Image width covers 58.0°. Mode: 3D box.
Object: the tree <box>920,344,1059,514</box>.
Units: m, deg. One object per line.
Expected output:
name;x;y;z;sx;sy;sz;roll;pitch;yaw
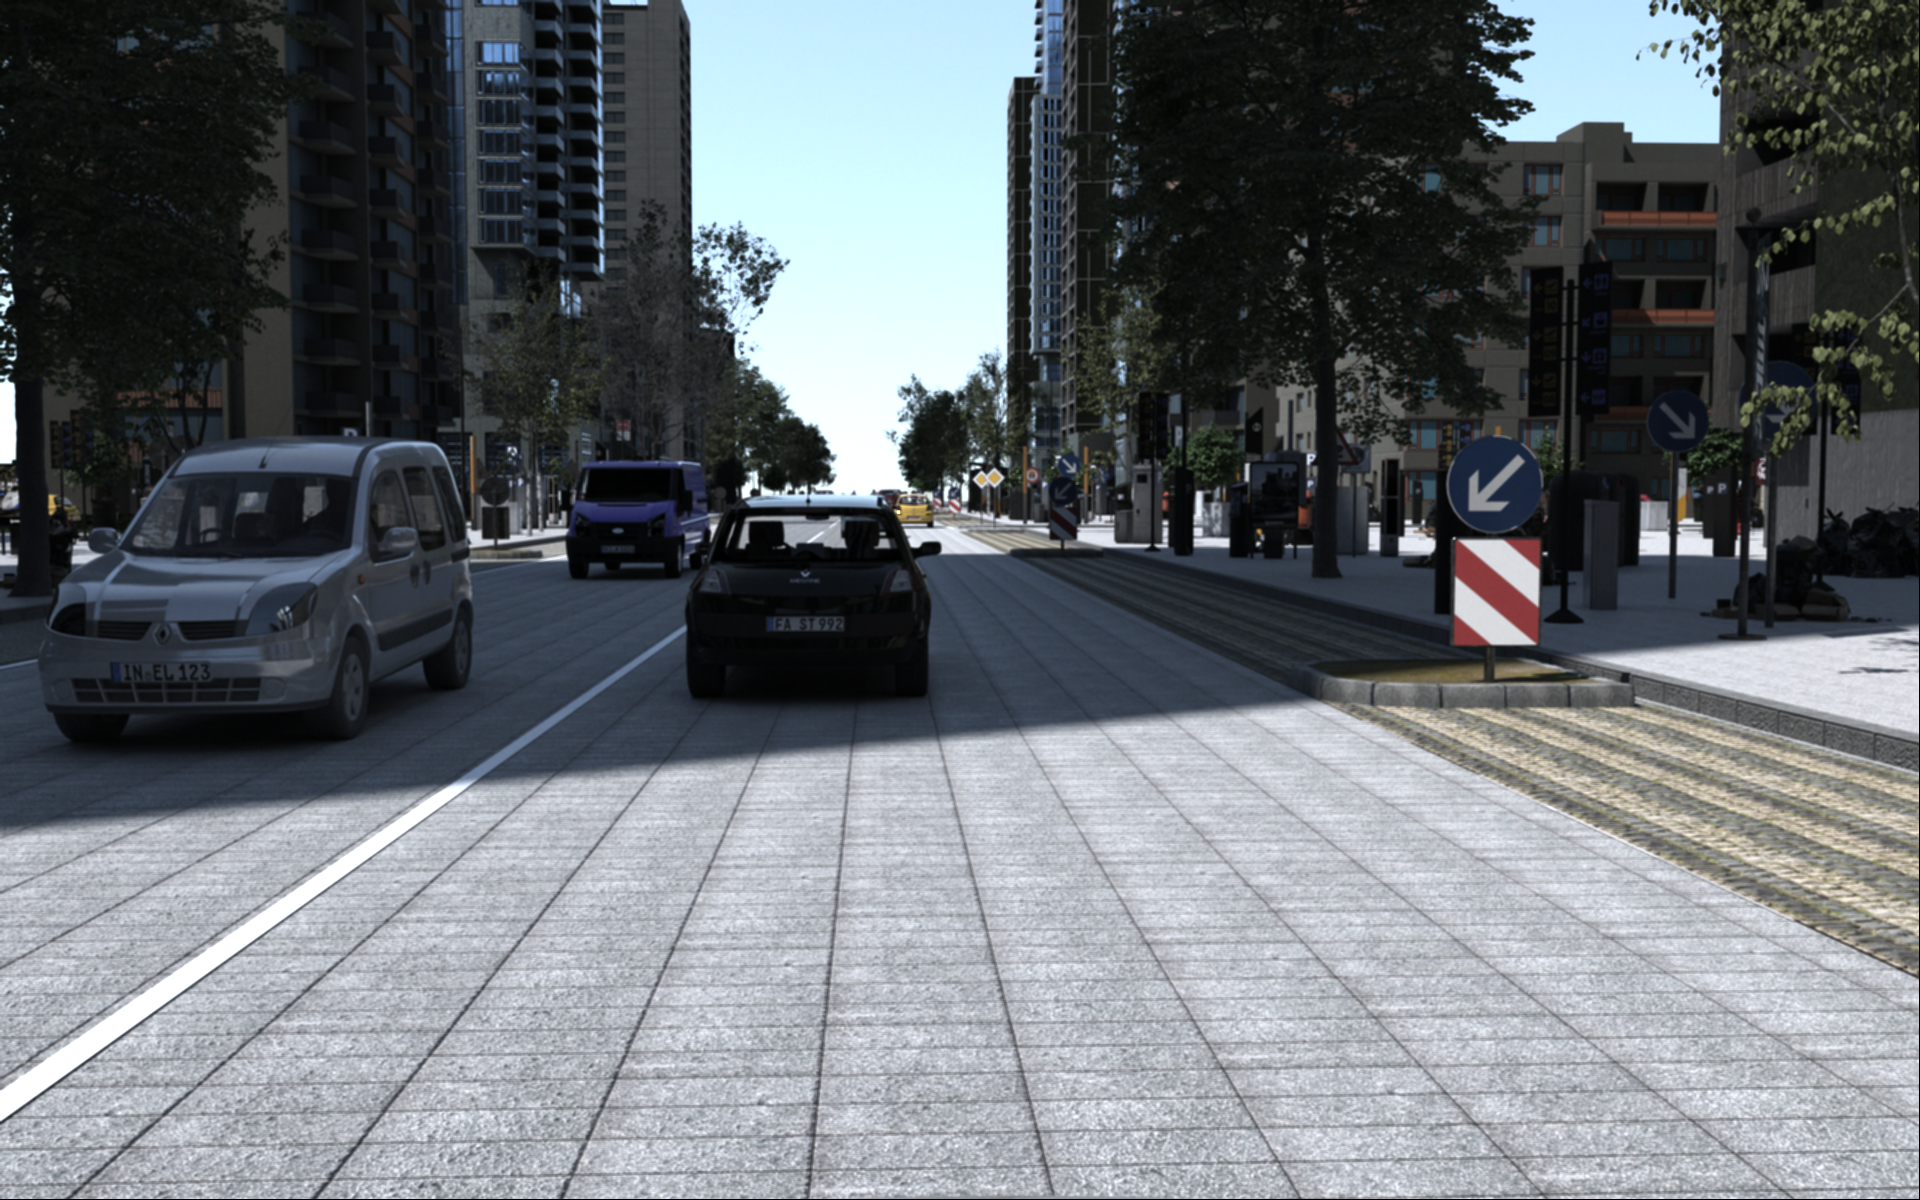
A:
tree;1.768;-10.638;108.351;8.767;10.594;7.601;0;4;-7

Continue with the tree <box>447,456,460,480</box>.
tree;-23.041;-5.009;76.498;1.663;3.219;1.824;0;3;0

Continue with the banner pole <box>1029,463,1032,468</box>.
banner pole;5.707;-9.190;140.268;0.401;3.779;0.863;2;4;25

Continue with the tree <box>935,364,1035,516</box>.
tree;1.881;-9.096;99.085;4.737;8.622;4.395;0;3;0

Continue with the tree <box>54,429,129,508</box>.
tree;-41.293;-6.028;82.272;4.285;4.588;4.351;0;3;0

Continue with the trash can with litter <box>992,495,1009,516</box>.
trash can with litter;3.120;-5.643;103.312;2.233;1.210;1.678;1;4;14

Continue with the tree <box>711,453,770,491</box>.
tree;-17.881;-9.235;134.702;4.285;4.588;4.351;0;3;0

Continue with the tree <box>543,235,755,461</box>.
tree;-14.892;-10.583;83.403;12.009;13.543;11.850;0;3;0

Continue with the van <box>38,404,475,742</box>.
van;-4.415;-0.266;11.364;2.013;2.044;4.112;0;4;-3

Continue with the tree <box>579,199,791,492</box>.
tree;-17.689;-15.674;112.154;12.611;20.169;13.585;0;3;0

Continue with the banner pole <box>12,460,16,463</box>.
banner pole;-60.320;-7.398;110.982;0.401;3.779;0.863;2;4;31

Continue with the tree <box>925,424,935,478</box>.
tree;-0.199;-12.555;155.637;4.737;8.622;4.395;0;3;0

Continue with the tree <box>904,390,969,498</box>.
tree;-2.380;-16.546;188.648;7.486;12.596;7.792;0;3;0

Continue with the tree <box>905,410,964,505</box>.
tree;-2.667;-17.172;206.518;9.928;11.665;9.643;0;3;0

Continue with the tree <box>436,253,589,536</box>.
tree;-13.329;-6.247;52.502;4.360;8.622;3.978;0;3;0

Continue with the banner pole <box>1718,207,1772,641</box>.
banner pole;6.886;-1.529;15.013;0.401;3.779;0.863;1;4;12

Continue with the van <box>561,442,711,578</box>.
van;-5.746;-1.642;31.232;2.240;2.365;5.245;0;4;-2

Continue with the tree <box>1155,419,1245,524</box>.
tree;10.979;-5.576;74.889;4.285;4.588;4.351;0;3;0

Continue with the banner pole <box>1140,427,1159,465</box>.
banner pole;6.236;-4.068;56.532;0.863;3.779;0.401;-1;4;-21

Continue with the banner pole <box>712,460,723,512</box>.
banner pole;-17.803;-8.398;127.322;0.863;3.779;0.401;0;4;-4

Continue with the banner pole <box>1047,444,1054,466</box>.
banner pole;4.499;-5.861;85.851;0.401;3.779;0.863;2;4;31

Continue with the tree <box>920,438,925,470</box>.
tree;-1.969;-13.928;178.089;4.737;8.622;4.395;0;3;0

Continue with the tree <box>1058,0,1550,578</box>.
tree;5.219;-6.615;26.281;7.486;12.596;7.792;0;3;0

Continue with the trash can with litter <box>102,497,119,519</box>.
trash can with litter;-29.998;-3.076;61.683;1.055;1.170;0.624;-1;4;-10

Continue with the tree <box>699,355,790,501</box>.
tree;-17.697;-13.702;142.157;7.486;12.596;7.792;0;3;0

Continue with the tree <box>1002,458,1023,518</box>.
tree;2.949;-6.095;94.253;1.663;3.219;1.824;0;3;0

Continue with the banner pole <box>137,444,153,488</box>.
banner pole;-40.776;-5.905;86.560;0.863;3.779;0.401;-2;4;-31

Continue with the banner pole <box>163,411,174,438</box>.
banner pole;-23.792;-3.798;52.121;0.401;3.779;0.863;0;4;1

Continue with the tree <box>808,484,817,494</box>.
tree;-25.952;-21.360;299.600;4.737;8.622;4.395;0;3;0

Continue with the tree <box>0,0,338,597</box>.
tree;-11.901;-6.339;21.763;7.486;12.596;7.792;0;3;0

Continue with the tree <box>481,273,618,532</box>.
tree;-13.949;-6.606;58.370;4.737;8.622;4.395;0;3;0

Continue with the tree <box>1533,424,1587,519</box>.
tree;16.310;-3.284;48.292;1.663;3.219;1.824;0;3;0

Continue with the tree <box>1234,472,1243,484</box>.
tree;17.636;-7.189;112.142;1.663;3.219;1.824;0;3;0

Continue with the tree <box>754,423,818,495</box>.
tree;-21.672;-16.836;209.683;8.767;10.594;7.601;-2;4;-33

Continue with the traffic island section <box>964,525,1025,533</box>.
traffic island section;1.307;-2.588;64.593;2.009;0.180;2.903;0;4;-3

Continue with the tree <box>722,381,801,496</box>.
tree;-18.301;-14.241;158.595;9.928;11.665;9.643;0;3;0

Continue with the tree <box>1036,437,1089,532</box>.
tree;3.682;-3.935;58.934;1.663;3.219;1.824;0;3;0

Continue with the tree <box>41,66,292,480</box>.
tree;-13.350;-4.859;29.814;4.360;8.622;3.978;0;3;0

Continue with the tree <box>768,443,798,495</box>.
tree;-22.306;-16.357;217.796;4.360;8.622;3.978;0;3;0

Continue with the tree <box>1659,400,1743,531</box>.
tree;26.208;-4.710;60.723;4.285;4.588;4.351;0;3;0

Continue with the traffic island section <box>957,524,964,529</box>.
traffic island section;0.926;-3.076;72.569;2.009;0.180;2.903;0;4;-3

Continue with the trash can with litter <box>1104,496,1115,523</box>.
trash can with litter;7.257;-4.039;77.092;2.233;1.210;1.678;-3;5;-41

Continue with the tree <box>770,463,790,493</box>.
tree;-19.171;-11.946;179.024;4.285;4.588;4.351;0;3;0

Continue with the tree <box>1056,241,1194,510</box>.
tree;4.882;-6.034;49.015;4.737;8.622;4.395;0;3;0

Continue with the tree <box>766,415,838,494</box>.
tree;-23.442;-20.046;244.763;9.611;12.733;9.660;0;3;0

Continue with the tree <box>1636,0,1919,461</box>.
tree;6.808;-3.739;11.493;4.737;8.622;4.395;0;3;0

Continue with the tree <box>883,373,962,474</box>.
tree;-5.615;-25.214;268.137;12.611;20.169;13.585;0;3;0

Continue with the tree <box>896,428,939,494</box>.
tree;-6.396;-23.479;290.536;9.857;13.997;8.962;0;3;0

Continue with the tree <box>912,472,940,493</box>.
tree;-4.224;-16.165;248.013;4.285;4.588;4.351;0;3;0
